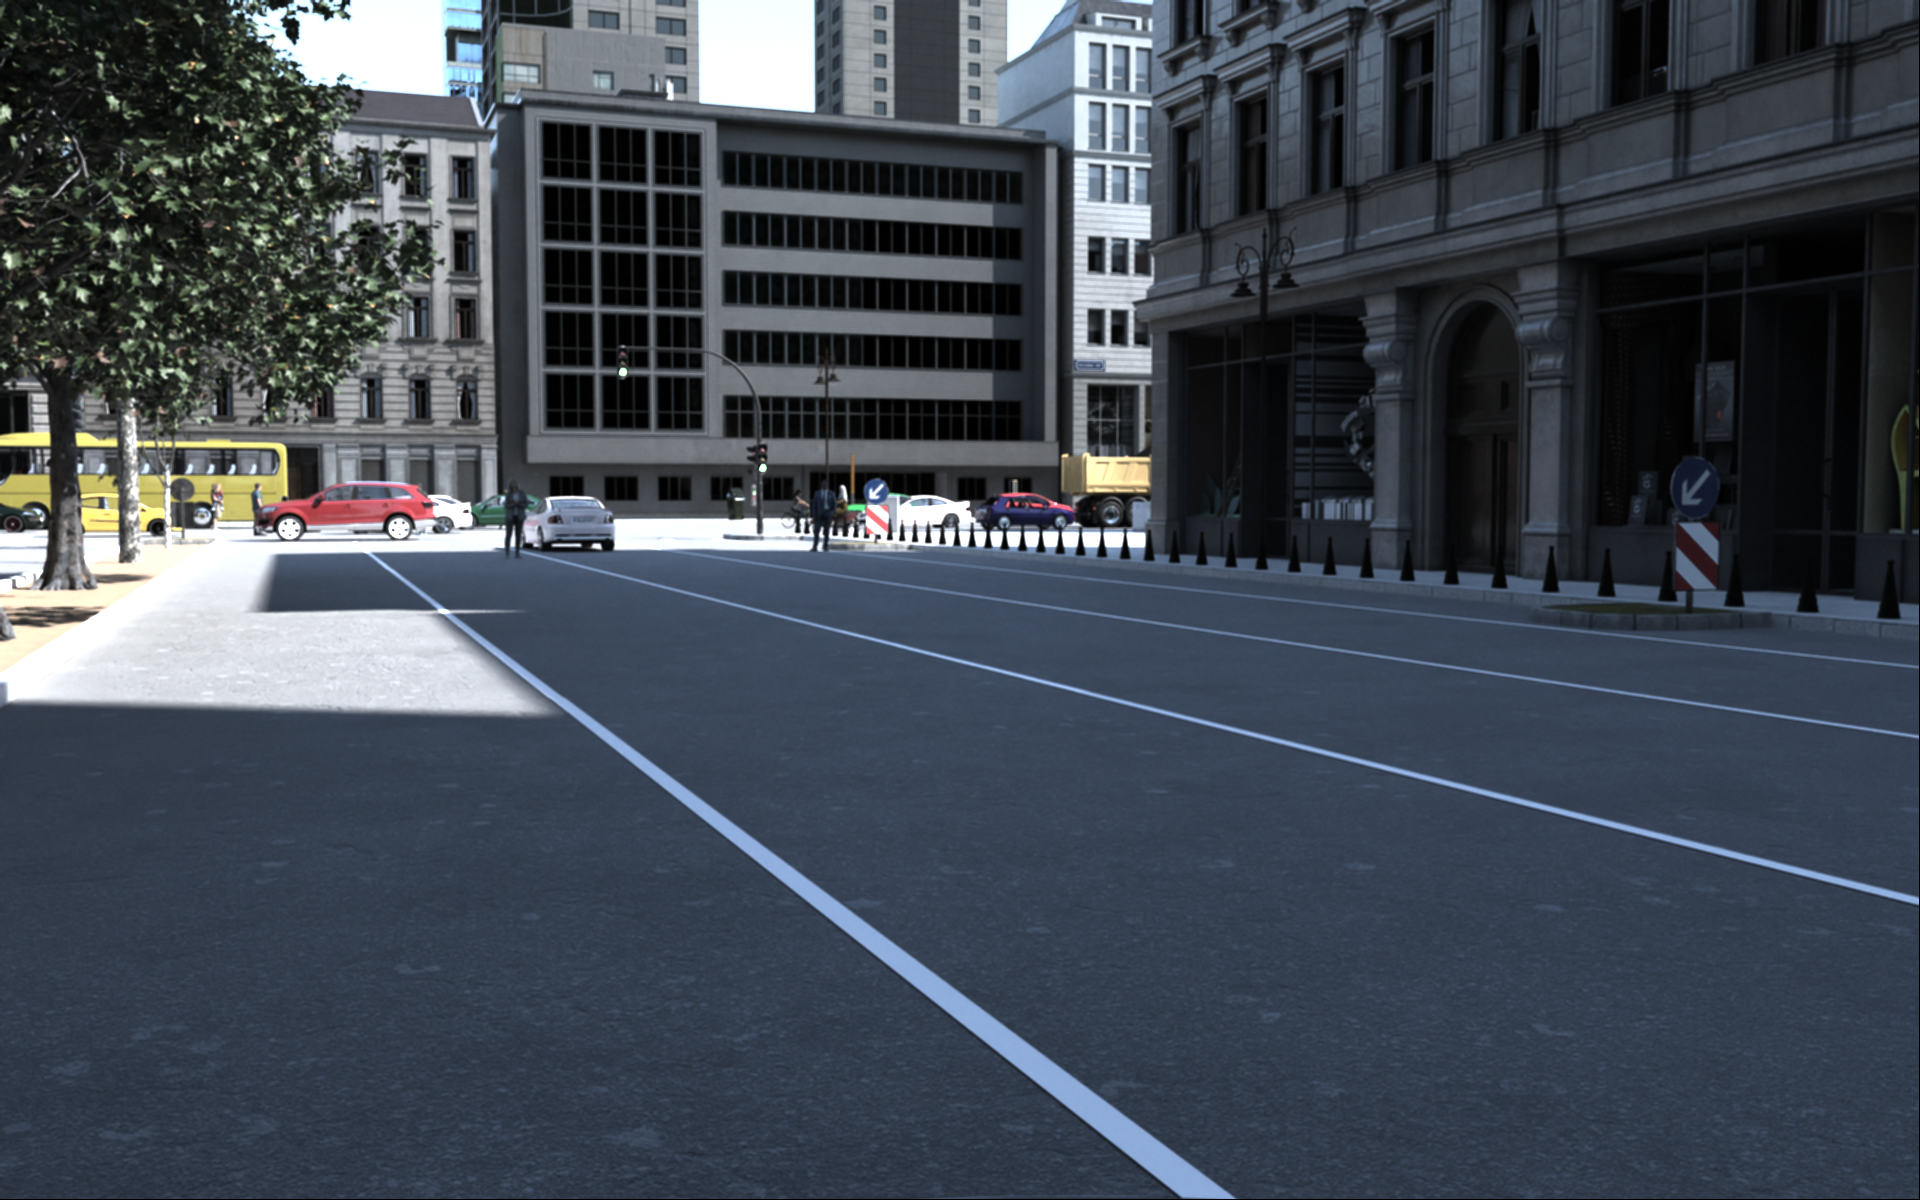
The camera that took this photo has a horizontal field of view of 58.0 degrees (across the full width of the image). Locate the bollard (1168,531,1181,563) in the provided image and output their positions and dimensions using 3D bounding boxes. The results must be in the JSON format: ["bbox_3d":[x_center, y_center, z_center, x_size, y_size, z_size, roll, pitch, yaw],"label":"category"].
[{"bbox_3d":[4.007,-0.996,32.328,0.229,0.601,0.229,0,3,0],"label":"bollard"}]

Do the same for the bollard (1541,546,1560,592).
[{"bbox_3d":[7.735,-0.405,22.662,0.229,0.601,0.229,0,3,0],"label":"bollard"}]

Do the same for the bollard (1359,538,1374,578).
[{"bbox_3d":[6.240,-0.642,26.546,0.229,0.601,0.229,0,3,0],"label":"bollard"}]

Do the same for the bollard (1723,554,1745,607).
[{"bbox_3d":[8.853,-0.229,19.781,0.229,0.601,0.229,0,3,0],"label":"bollard"}]

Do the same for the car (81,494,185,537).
[{"bbox_3d":[-28.276,-2.941,58.316,3.980,1.641,2.015,-1,4,-23],"label":"car"}]

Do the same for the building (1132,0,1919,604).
[{"bbox_3d":[8.624,-11.394,37.197,10.553,20.767,40.483,-1,4,-21],"label":"building"}]

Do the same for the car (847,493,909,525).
[{"bbox_3d":[-3.657,-4.357,80.026,4.718,1.807,1.959,-1,4,-21],"label":"car"}]

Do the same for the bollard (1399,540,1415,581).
[{"bbox_3d":[6.613,-0.583,25.580,0.229,0.601,0.229,0,3,0],"label":"bollard"}]

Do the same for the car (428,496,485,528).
[{"bbox_3d":[-22.121,-3.782,74.191,4.827,1.381,2.083,-1,4,-20],"label":"car"}]

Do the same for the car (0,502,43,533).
[{"bbox_3d":[-36.371,-3.326,64.164,4.222,1.686,2.009,-1,4,-22],"label":"car"}]

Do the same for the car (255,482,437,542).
[{"bbox_3d":[-18.955,-2.747,53.583,5.304,1.827,2.281,-1,4,-19],"label":"car"}]

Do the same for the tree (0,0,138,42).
[{"bbox_3d":[-6.333,-4.849,7.494,9.928,11.665,9.643,0,3,0],"label":"tree"}]

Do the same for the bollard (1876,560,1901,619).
[{"bbox_3d":[9.589,-0.111,17.861,0.229,0.601,0.229,0,3,0],"label":"bollard"}]

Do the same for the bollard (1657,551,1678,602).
[{"bbox_3d":[8.481,-0.287,20.738,0.229,0.601,0.229,0,3,0],"label":"bollard"}]

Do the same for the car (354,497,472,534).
[{"bbox_3d":[-20.187,-3.081,62.731,4.827,1.381,2.083,-1,4,-22],"label":"car"}]

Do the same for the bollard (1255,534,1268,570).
[{"bbox_3d":[5.128,-0.819,29.428,0.229,0.601,0.229,0,3,0],"label":"bollard"}]

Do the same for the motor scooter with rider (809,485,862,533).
[{"bbox_3d":[-4.370,-3.144,60.364,1.986,1.779,0.876,-1,4,-20],"label":"motor scooter with rider"}]

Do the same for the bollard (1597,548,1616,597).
[{"bbox_3d":[8.106,-0.346,21.702,0.229,0.601,0.229,0,3,0],"label":"bollard"}]

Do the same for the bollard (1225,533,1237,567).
[{"bbox_3d":[4.757,-0.878,30.392,0.229,0.601,0.229,0,3,0],"label":"bollard"}]

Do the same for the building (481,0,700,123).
[{"bbox_3d":[-38.182,-44.913,172.583,20.563,71.187,20.611,-1,4,-21],"label":"building"}]

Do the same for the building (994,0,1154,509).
[{"bbox_3d":[17.967,-19.968,103.972,29.804,29.767,11.434,-1,4,-21],"label":"building"}]

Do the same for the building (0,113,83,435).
[{"bbox_3d":[-50.119,-15.184,77.141,19.941,23.489,11.050,-1,4,-21],"label":"building"}]

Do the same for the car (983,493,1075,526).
[{"bbox_3d":[3.125,-4.214,77.932,4.494,1.783,2.155,-1,4,-23],"label":"car"}]

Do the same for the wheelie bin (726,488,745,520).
[{"bbox_3d":[-11.166,-4.768,85.867,0.980,1.594,0.693,-3,5,-43],"label":"wheelie bin"}]

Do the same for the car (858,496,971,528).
[{"bbox_3d":[-1.923,-3.721,73.204,4.827,1.381,2.083,-1,4,-21],"label":"car"}]

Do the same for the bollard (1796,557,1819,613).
[{"bbox_3d":[9.222,-0.170,18.822,0.229,0.601,0.229,0,3,0],"label":"bollard"}]

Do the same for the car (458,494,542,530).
[{"bbox_3d":[-18.534,-3.571,70.181,4.920,1.459,2.131,-1,4,-21],"label":"car"}]

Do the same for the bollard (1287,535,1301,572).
[{"bbox_3d":[5.499,-0.760,28.470,0.229,0.601,0.229,0,3,0],"label":"bollard"}]

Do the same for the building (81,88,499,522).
[{"bbox_3d":[-32.165,-14.348,83.742,18.267,20.994,9.793,-1,4,-21],"label":"building"}]

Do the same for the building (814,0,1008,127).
[{"bbox_3d":[-7.447,-47.349,212.414,20.611,71.187,20.563,-1,4,-21],"label":"building"}]

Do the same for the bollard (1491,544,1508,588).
[{"bbox_3d":[7.364,-0.464,23.630,0.229,0.601,0.229,0,3,0],"label":"bollard"}]

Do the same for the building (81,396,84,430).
[{"bbox_3d":[-97.658,-33.837,176.938,21.600,48.544,21.300,-1,4,-21],"label":"building"}]

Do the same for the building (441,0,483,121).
[{"bbox_3d":[-61.544,-57.225,248.295,31.000,86.520,22.319,-1,4,-21],"label":"building"}]

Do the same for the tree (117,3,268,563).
[{"bbox_3d":[-18.575,-10.836,35.513,12.611,20.169,13.585,0,3,0],"label":"tree"}]

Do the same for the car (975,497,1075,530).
[{"bbox_3d":[2.631,-3.514,70.026,3.894,1.354,1.945,-1,4,-23],"label":"car"}]

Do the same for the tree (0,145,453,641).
[{"bbox_3d":[-9.770,-5.947,16.696,9.611,12.733,9.660,0,3,0],"label":"tree"}]

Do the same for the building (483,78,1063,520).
[{"bbox_3d":[-10.461,-16.857,94.677,30.058,24.678,14.314,-1,4,-21],"label":"building"}]

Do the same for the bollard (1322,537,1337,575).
[{"bbox_3d":[5.873,-0.701,27.505,0.229,0.601,0.229,0,3,0],"label":"bollard"}]

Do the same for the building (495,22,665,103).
[{"bbox_3d":[-34.563,-28.914,156.333,14.154,41.232,14.086,-1,4,-21],"label":"building"}]

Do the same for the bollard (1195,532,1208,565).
[{"bbox_3d":[4.379,-0.937,31.360,0.229,0.601,0.229,0,3,0],"label":"bollard"}]

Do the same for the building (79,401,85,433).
[{"bbox_3d":[-84.566,-31.948,141.955,23.786,49.044,30.456,-1,4,-21],"label":"building"}]

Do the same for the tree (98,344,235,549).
[{"bbox_3d":[-20.602,-5.624,44.771,4.360,8.622,3.978,0,3,0],"label":"tree"}]

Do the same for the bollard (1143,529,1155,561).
[{"bbox_3d":[3.638,-1.055,33.286,0.229,0.601,0.229,0,3,0],"label":"bollard"}]

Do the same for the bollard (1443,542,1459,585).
[{"bbox_3d":[6.986,-0.524,24.606,0.229,0.601,0.229,0,3,0],"label":"bollard"}]

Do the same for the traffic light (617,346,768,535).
[{"bbox_3d":[-8.297,-4.849,53.942,4.771,5.953,1.251,-1,4,-21],"label":"traffic light"}]

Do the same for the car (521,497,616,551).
[{"bbox_3d":[-10.193,-1.990,44.904,2.083,1.381,4.827,-1,4,-23],"label":"car"}]
